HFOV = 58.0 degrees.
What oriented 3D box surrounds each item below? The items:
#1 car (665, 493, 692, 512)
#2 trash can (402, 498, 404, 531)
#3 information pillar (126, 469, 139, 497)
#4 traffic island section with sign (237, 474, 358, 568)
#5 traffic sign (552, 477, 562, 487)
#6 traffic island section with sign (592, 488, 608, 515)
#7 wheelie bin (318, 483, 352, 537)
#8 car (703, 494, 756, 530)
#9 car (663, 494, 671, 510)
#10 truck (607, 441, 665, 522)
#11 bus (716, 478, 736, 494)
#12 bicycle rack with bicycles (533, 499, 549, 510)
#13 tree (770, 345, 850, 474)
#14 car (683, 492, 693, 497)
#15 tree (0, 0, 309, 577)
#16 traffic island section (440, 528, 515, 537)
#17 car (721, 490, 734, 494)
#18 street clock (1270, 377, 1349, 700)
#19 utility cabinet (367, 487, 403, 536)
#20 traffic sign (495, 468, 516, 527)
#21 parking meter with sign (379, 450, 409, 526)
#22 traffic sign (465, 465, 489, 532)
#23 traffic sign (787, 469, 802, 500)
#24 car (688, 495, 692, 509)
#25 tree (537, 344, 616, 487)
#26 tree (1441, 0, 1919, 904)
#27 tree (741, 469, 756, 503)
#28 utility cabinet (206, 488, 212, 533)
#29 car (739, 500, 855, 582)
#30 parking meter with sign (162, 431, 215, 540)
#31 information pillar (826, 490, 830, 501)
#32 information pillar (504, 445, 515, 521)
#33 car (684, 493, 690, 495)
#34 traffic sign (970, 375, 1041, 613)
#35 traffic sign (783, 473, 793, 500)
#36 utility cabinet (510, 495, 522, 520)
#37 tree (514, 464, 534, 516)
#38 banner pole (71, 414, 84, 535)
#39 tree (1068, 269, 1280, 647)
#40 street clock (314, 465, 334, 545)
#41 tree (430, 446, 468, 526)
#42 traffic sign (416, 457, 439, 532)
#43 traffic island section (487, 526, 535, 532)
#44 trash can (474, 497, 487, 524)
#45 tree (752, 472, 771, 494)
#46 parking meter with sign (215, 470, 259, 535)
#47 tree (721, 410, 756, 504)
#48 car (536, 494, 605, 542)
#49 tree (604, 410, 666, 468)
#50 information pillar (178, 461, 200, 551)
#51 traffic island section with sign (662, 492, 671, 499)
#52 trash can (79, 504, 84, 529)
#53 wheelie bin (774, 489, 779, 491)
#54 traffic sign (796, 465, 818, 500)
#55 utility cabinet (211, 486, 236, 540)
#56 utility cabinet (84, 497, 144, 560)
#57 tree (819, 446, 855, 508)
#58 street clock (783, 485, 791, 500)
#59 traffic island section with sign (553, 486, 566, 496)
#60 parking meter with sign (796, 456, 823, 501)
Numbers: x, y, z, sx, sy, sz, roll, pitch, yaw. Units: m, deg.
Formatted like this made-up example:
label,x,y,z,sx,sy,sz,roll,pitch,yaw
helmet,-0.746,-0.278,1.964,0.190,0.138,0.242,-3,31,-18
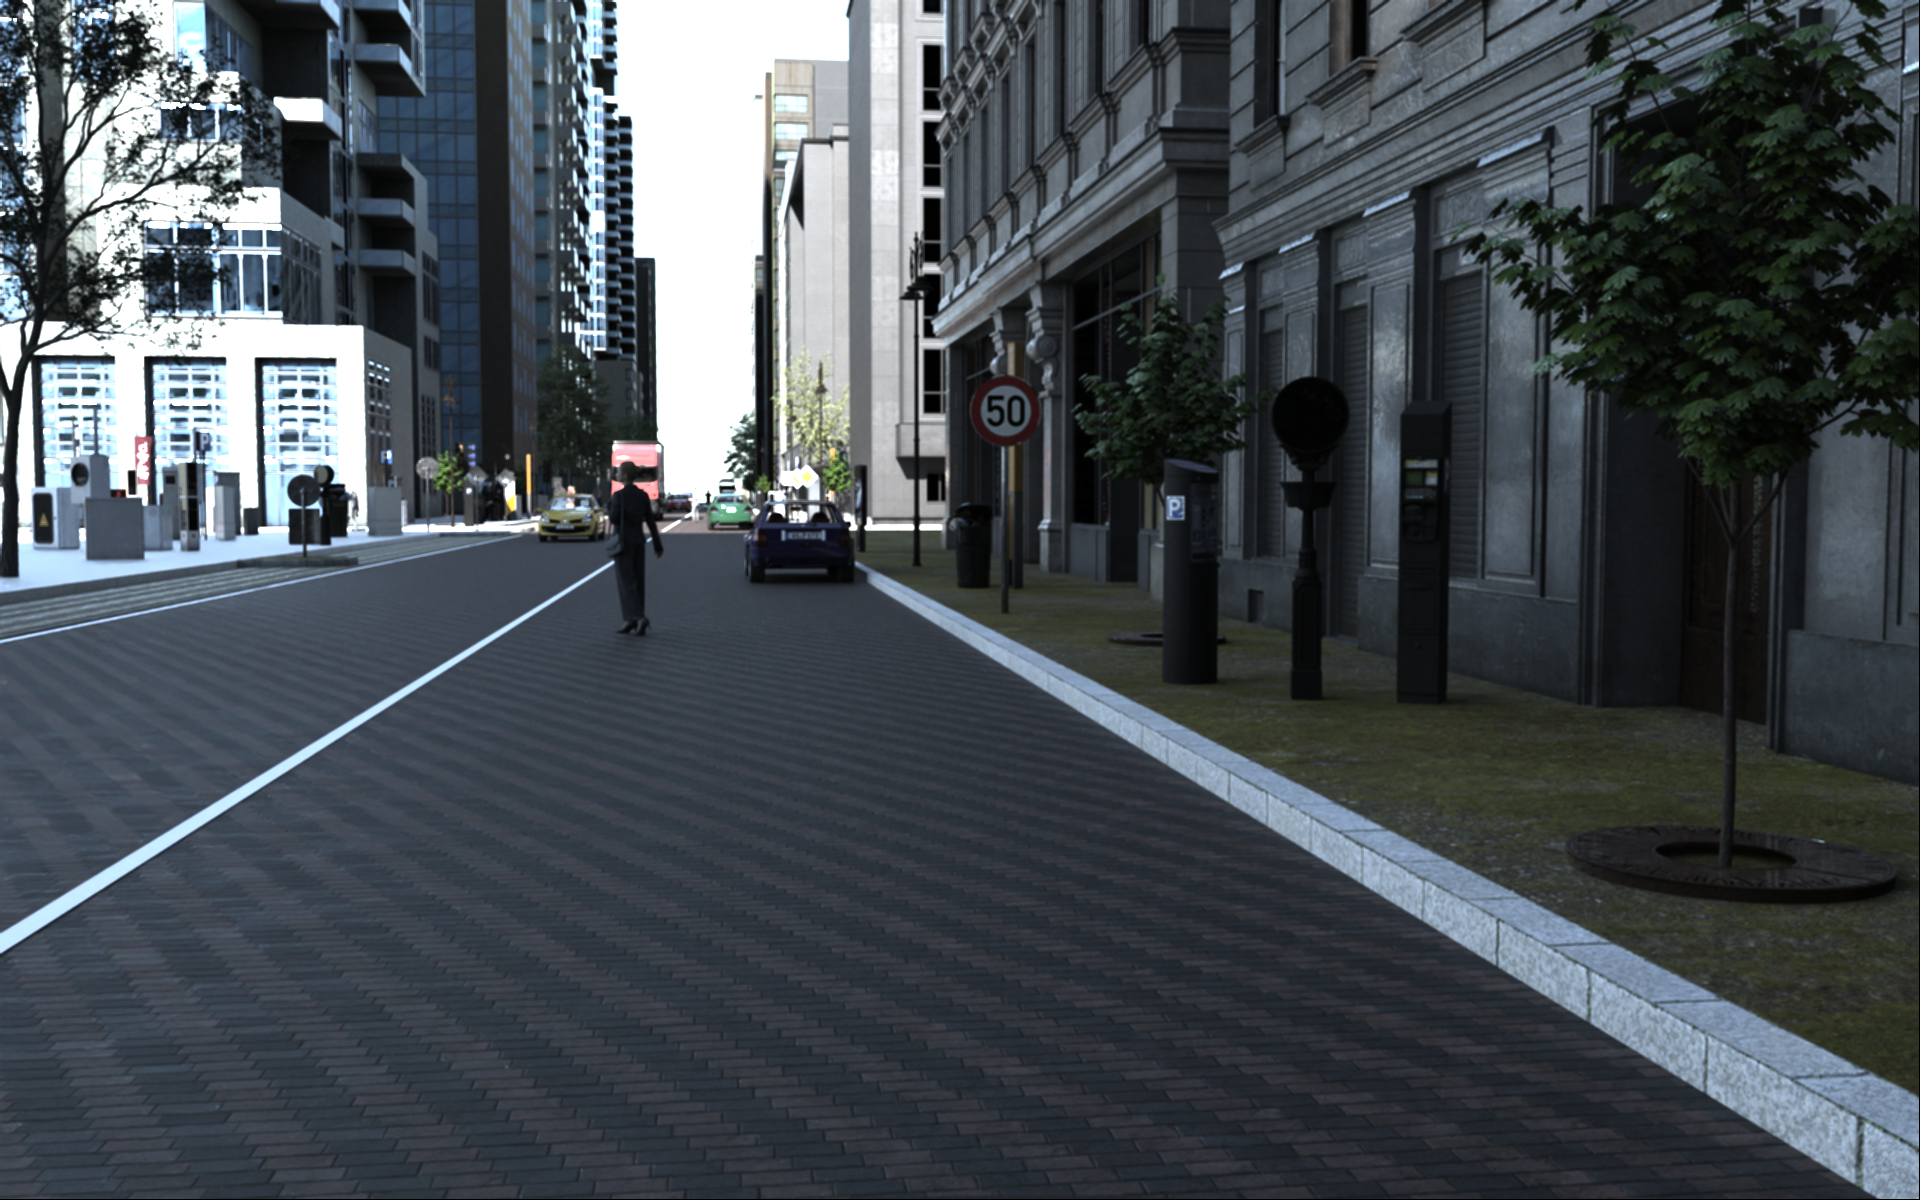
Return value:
label,x,y,z,sx,sy,sz,roll,pitch,yaw
car,-22.430,-7.904,138.270,2.155,1.783,4.494,0,4,-6
trash can,-18.565,-2.753,56.666,0.748,1.137,0.748,0,3,0
information pillar,-24.224,-2.828,50.733,0.304,2.012,0.304,-1,4,-21
traffic island section with sign,-13.117,-1.580,34.468,1.989,1.847,2.006,0,4,-8
traffic sign,-24.396,-6.284,104.870,0.606,2.300,0.079,0,4,0
traffic island section with sign,-24.306,-6.583,116.255,1.989,1.847,2.006,0,4,-8
wheelie bin,-18.638,-2.682,51.753,0.980,1.594,0.693,-3,5,-39
car,-9.314,-3.569,70.145,2.131,1.459,4.920,-1,4,-9
car,-25.925,-8.897,155.684,2.015,1.641,3.980,-1,4,-10
truck,-17.296,-6.388,93.353,2.839,4.237,11.283,0,4,-8
bus,-36.158,-16.913,268.066,2.896,3.916,12.252,-1,4,-9
bicycle rack with bicycles,-31.834,-7.166,130.554,2.852,0.926,2.925,-2,4,-25
tree,-7.400,-8.343,86.768,4.737,8.622,4.395,0,3,0
car,-39.965,-15.026,254.352,2.281,1.827,5.304,0,4,-7
tree,-14.587,-5.615,26.225,8.767,10.594,7.601,-2,4,-31
traffic island section,-16.446,-2.242,58.944,2.009,0.180,2.903,0,4,-8
car,-23.689,-10.360,178.063,2.281,1.827,5.304,0,4,-6
street clock,2.173,-0.382,10.820,0.471,2.002,0.358,0,4,8
utility cabinet,-17.508,-2.693,52.715,0.318,1.500,1.173,2,4,23
traffic sign,-17.508,-3.863,66.797,0.795,2.450,0.064,0,4,-8
parking meter with sign,-22.662,-4.479,69.495,0.543,3.016,1.738,0,4,5
traffic sign,-16.424,-3.379,58.885,0.795,2.450,0.064,0,4,-8
traffic sign,-6.414,-3.954,68.290,0.795,2.450,0.064,0,4,-8
car,-26.062,-9.261,163.777,2.083,1.381,4.827,-1,4,-9
tree,-29.961,-13.026,131.100,7.486,12.596,7.792,0,3,0
tree,2.723,-0.681,5.740,1.663,3.219,1.824,0,3,0
tree,-27.291,-14.905,227.410,4.285,4.588,4.351,0,3,0
utility cabinet,-24.277,-2.954,56.979,0.318,1.500,1.173,1,4,15
car,-2.779,-1.035,29.508,1.945,1.354,3.894,-1,4,-9
parking meter with sign,-21.878,-3.191,48.429,1.738,3.016,0.543,1,4,10
information pillar,-6.353,-4.896,84.537,0.304,2.012,0.304,3,5,44
information pillar,-21.568,-5.597,82.858,0.504,3.616,0.183,-2,4,-35
car,-31.034,-11.375,195.579,1.945,1.707,3.694,0,4,-7
traffic sign,0.486,-1.132,18.620,0.768,2.556,0.104,0,4,-5
traffic sign,-7.953,-4.797,80.556,0.606,2.300,0.079,0,4,-6
utility cabinet,-21.729,-4.499,84.722,0.306,1.237,1.020,-2,4,-31
tree,-25.316,-6.470,100.385,1.663,3.219,1.824,0,3,0
banner pole,-27.705,-3.934,54.331,0.401,3.779,0.863,-3,5,-43
tree,1.751,-1.254,15.104,1.663,3.219,1.824,0,3,0
street clock,-15.936,-2.378,43.446,0.471,2.002,0.358,2,4,23
tree,-20.495,-4.590,69.649,1.663,3.219,1.824,0,3,0
traffic sign,-18.206,-3.617,59.241,0.768,2.556,0.104,0,4,-5
traffic island section,-17.530,-2.726,66.855,2.009,0.180,2.903,0,4,-8
trash can,-20.574,-3.809,73.938,0.748,1.137,0.748,0,3,0
tree,-17.016,-9.450,149.113,1.663,3.219,1.824,0,3,0
parking meter with sign,-22.822,-3.531,53.991,0.543,3.016,1.738,3,5,43
tree,-28.479,-19.353,234.546,7.486,12.596,7.792,0,3,0
car,-11.937,-2.637,53.337,2.015,1.641,3.980,0,4,-6
tree,-40.517,-17.743,215.850,9.928,11.665,9.643,0,3,0
information pillar,-17.454,-2.124,39.213,0.304,2.012,0.304,2,4,34
traffic island section with sign,-45.985,-16.260,274.484,1.989,1.847,2.006,0,4,-8
trash can,-32.570,-3.221,64.325,0.748,1.137,0.748,0,3,0
wheelie bin,-11.457,-6.152,108.500,0.693,1.594,0.980,1,4,16
traffic sign,-5.330,-3.470,60.379,0.795,2.450,0.064,0,4,-8
utility cabinet,-20.466,-2.419,48.230,0.318,1.500,1.173,-2,4,-35
utility cabinet,-16.610,-1.397,34.011,1.020,1.237,0.306,-2,4,-31
tree,-4.738,-4.521,68.518,1.663,3.219,1.824,0,3,0
street clock,-8.095,-4.673,80.969,0.358,2.002,0.471,-2,4,-28
traffic island section with sign,-20.647,-4.949,89.549,1.989,1.847,2.006,0,4,-8
parking meter with sign,-6.730,-5.158,80.595,1.738,3.016,0.543,-1,4,-22
